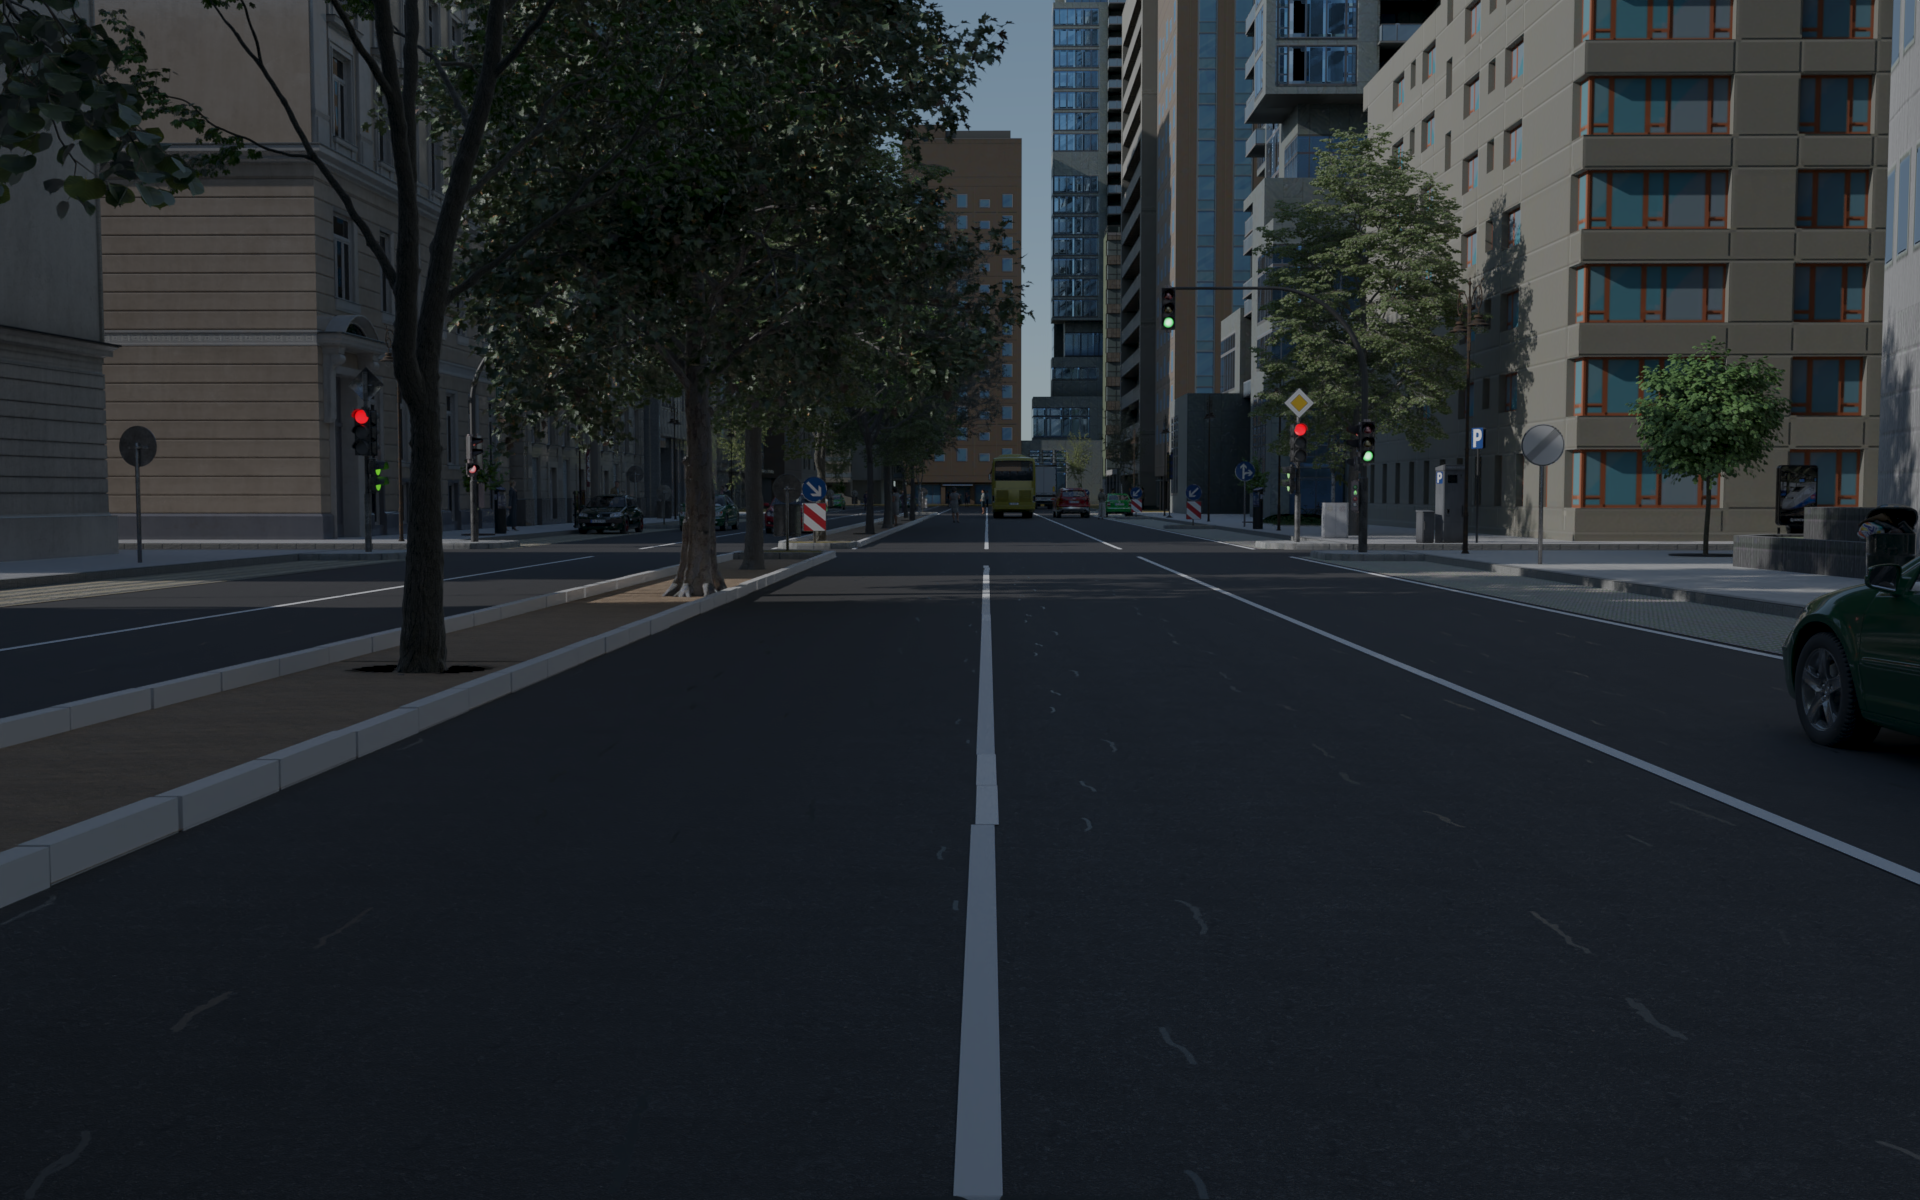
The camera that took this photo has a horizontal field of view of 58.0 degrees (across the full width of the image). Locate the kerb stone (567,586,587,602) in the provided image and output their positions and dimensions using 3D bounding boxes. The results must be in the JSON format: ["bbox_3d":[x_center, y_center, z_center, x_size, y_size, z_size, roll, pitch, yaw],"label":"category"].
[{"bbox_3d":[-5.220,-0.065,23.266,0.120,0.150,1.000,0,4,1],"label":"kerb stone"}]

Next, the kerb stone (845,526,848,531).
[{"bbox_3d":[-4.537,-2.733,66.876,0.120,0.150,1.000,0,4,1],"label":"kerb stone"}]

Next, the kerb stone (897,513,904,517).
[{"bbox_3d":[-3.837,-5.491,111.983,0.120,0.150,1.000,0,4,1],"label":"kerb stone"}]

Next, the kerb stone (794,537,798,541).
[{"bbox_3d":[-4.813,-1.667,49.451,0.120,0.150,1.000,0,4,1],"label":"kerb stone"}]

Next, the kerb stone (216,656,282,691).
[{"bbox_3d":[-5.373,0.563,12.995,0.120,0.150,1.000,0,4,1],"label":"kerb stone"}]

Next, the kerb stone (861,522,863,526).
[{"bbox_3d":[-4.413,-3.232,75.075,0.120,0.150,1.000,0,4,1],"label":"kerb stone"}]

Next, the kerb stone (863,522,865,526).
[{"bbox_3d":[-4.393,-3.297,76.108,0.120,0.150,1.000,0,4,1],"label":"kerb stone"}]

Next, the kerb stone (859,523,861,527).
[{"bbox_3d":[-4.426,-3.172,74.053,0.120,0.150,1.000,0,4,1],"label":"kerb stone"}]

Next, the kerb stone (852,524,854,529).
[{"bbox_3d":[-4.494,-2.921,69.948,0.120,0.150,1.000,0,4,1],"label":"kerb stone"}]

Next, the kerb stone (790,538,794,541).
[{"bbox_3d":[-4.824,-1.604,48.418,0.120,0.150,1.000,0,4,1],"label":"kerb stone"}]

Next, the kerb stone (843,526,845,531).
[{"bbox_3d":[-4.550,-2.670,65.849,0.120,0.150,1.000,0,4,1],"label":"kerb stone"}]

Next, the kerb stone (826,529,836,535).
[{"bbox_3d":[-4.622,-2.419,61.746,0.120,0.150,1.000,0,4,1],"label":"kerb stone"}]

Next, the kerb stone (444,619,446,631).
[{"bbox_3d":[-5.316,0.314,17.095,0.120,0.150,1.000,0,4,1],"label":"kerb stone"}]

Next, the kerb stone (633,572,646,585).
[{"bbox_3d":[-5.155,-0.317,27.371,0.120,0.150,1.000,0,4,1],"label":"kerb stone"}]

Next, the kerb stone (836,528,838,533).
[{"bbox_3d":[-4.600,-2.476,62.769,0.120,0.150,1.000,0,4,1],"label":"kerb stone"}]

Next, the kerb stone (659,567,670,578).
[{"bbox_3d":[-5.126,-0.436,29.416,0.120,0.150,1.000,0,4,1],"label":"kerb stone"}]

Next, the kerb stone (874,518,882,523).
[{"bbox_3d":[-4.200,-4.051,88.428,0.120,0.150,1.000,0,4,1],"label":"kerb stone"}]

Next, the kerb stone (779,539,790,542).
[{"bbox_3d":[-4.843,-1.541,47.396,0.120,0.150,1.000,0,4,1],"label":"kerb stone"}]

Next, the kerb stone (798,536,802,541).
[{"bbox_3d":[-4.794,-1.730,50.473,0.120,0.150,1.000,0,4,1],"label":"kerb stone"}]

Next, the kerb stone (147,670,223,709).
[{"bbox_3d":[-5.392,0.627,11.974,0.120,0.150,1.000,0,4,1],"label":"kerb stone"}]

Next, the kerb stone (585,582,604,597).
[{"bbox_3d":[-5.194,-0.128,24.288,0.120,0.150,1.000,0,4,1],"label":"kerb stone"}]

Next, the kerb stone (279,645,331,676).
[{"bbox_3d":[-5.359,0.503,14.019,0.120,0.150,1.000,0,4,1],"label":"kerb stone"}]

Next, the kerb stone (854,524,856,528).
[{"bbox_3d":[-4.477,-2.980,70.970,0.120,0.150,1.000,0,4,1],"label":"kerb stone"}]

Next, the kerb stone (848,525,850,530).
[{"bbox_3d":[-4.517,-2.795,67.898,0.120,0.150,1.000,0,4,1],"label":"kerb stone"}]

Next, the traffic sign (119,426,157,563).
[{"bbox_3d":[-15.327,-1.969,32.293,0.768,2.556,0.104,1,4,9],"label":"traffic sign"}]

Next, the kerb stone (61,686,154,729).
[{"bbox_3d":[-5.414,0.688,10.944,0.120,0.150,1.000,0,4,1],"label":"kerb stone"}]

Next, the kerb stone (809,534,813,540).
[{"bbox_3d":[-4.746,-1.917,53.543,0.120,0.150,1.000,0,4,1],"label":"kerb stone"}]

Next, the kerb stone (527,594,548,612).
[{"bbox_3d":[-5.259,0.060,21.209,0.120,0.150,1.000,0,4,1],"label":"kerb stone"}]

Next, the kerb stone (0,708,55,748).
[{"bbox_3d":[-5.423,0.752,9.919,0.120,0.150,1.000,0,4,1],"label":"kerb stone"}]

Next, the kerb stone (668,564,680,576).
[{"bbox_3d":[-5.109,-0.504,30.437,0.120,0.150,1.000,0,4,1],"label":"kerb stone"}]

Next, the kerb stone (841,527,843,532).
[{"bbox_3d":[-4.572,-2.603,64.822,0.120,0.150,1.000,0,4,1],"label":"kerb stone"}]

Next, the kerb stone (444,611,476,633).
[{"bbox_3d":[-5.301,0.250,18.125,0.120,0.150,1.000,0,4,1],"label":"kerb stone"}]

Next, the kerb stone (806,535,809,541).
[{"bbox_3d":[-4.759,-1.855,52.520,0.120,0.150,1.000,0,4,1],"label":"kerb stone"}]

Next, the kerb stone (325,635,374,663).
[{"bbox_3d":[-5.347,0.438,15.042,0.120,0.150,1.000,0,4,1],"label":"kerb stone"}]

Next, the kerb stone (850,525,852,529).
[{"bbox_3d":[-4.504,-2.858,68.926,0.120,0.150,1.000,0,4,1],"label":"kerb stone"}]

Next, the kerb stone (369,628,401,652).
[{"bbox_3d":[-5.330,0.374,16.073,0.120,0.150,1.000,0,4,1],"label":"kerb stone"}]

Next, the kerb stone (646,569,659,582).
[{"bbox_3d":[-5.138,-0.379,28.393,0.120,0.150,1.000,0,4,1],"label":"kerb stone"}]

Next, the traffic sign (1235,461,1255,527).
[{"bbox_3d":[11.124,-4.130,67.638,0.768,2.556,0.104,0,4,5],"label":"traffic sign"}]

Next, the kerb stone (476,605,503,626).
[{"bbox_3d":[-5.280,0.188,19.148,0.120,0.150,1.000,0,4,1],"label":"kerb stone"}]

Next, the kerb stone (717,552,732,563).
[{"bbox_3d":[-5.011,-0.880,36.581,0.120,0.150,1.000,0,4,1],"label":"kerb stone"}]

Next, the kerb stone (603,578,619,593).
[{"bbox_3d":[-5.185,-0.191,25.319,0.120,0.150,1.000,0,4,1],"label":"kerb stone"}]

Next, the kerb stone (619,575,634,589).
[{"bbox_3d":[-5.167,-0.250,26.350,0.120,0.150,1.000,0,4,1],"label":"kerb stone"}]

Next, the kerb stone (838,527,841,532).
[{"bbox_3d":[-4.586,-2.544,63.792,0.120,0.150,1.000,0,4,1],"label":"kerb stone"}]

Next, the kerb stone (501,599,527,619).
[{"bbox_3d":[-5.265,0.123,20.186,0.120,0.150,1.000,0,4,1],"label":"kerb stone"}]

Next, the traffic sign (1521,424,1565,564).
[{"bbox_3d":[10.593,-1.923,31.554,0.768,2.556,0.104,0,4,7],"label":"traffic sign"}]

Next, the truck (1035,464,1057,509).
[{"bbox_3d":[7.897,-10.973,168.325,2.839,4.237,11.283,0,4,0],"label":"truck"}]

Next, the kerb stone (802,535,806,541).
[{"bbox_3d":[-4.775,-1.792,51.496,0.120,0.150,1.000,0,4,1],"label":"kerb stone"}]

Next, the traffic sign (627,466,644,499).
[{"bbox_3d":[-14.487,-4.720,77.282,0.768,2.556,0.104,0,4,6],"label":"traffic sign"}]

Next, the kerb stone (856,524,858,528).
[{"bbox_3d":[-4.455,-3.047,72.009,0.120,0.150,1.000,0,4,1],"label":"kerb stone"}]

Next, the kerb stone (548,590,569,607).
[{"bbox_3d":[-5.238,-0.002,22.235,0.120,0.150,1.000,0,4,1],"label":"kerb stone"}]

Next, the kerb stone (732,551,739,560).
[{"bbox_3d":[-4.996,-0.933,37.604,0.120,0.150,1.000,0,4,1],"label":"kerb stone"}]
